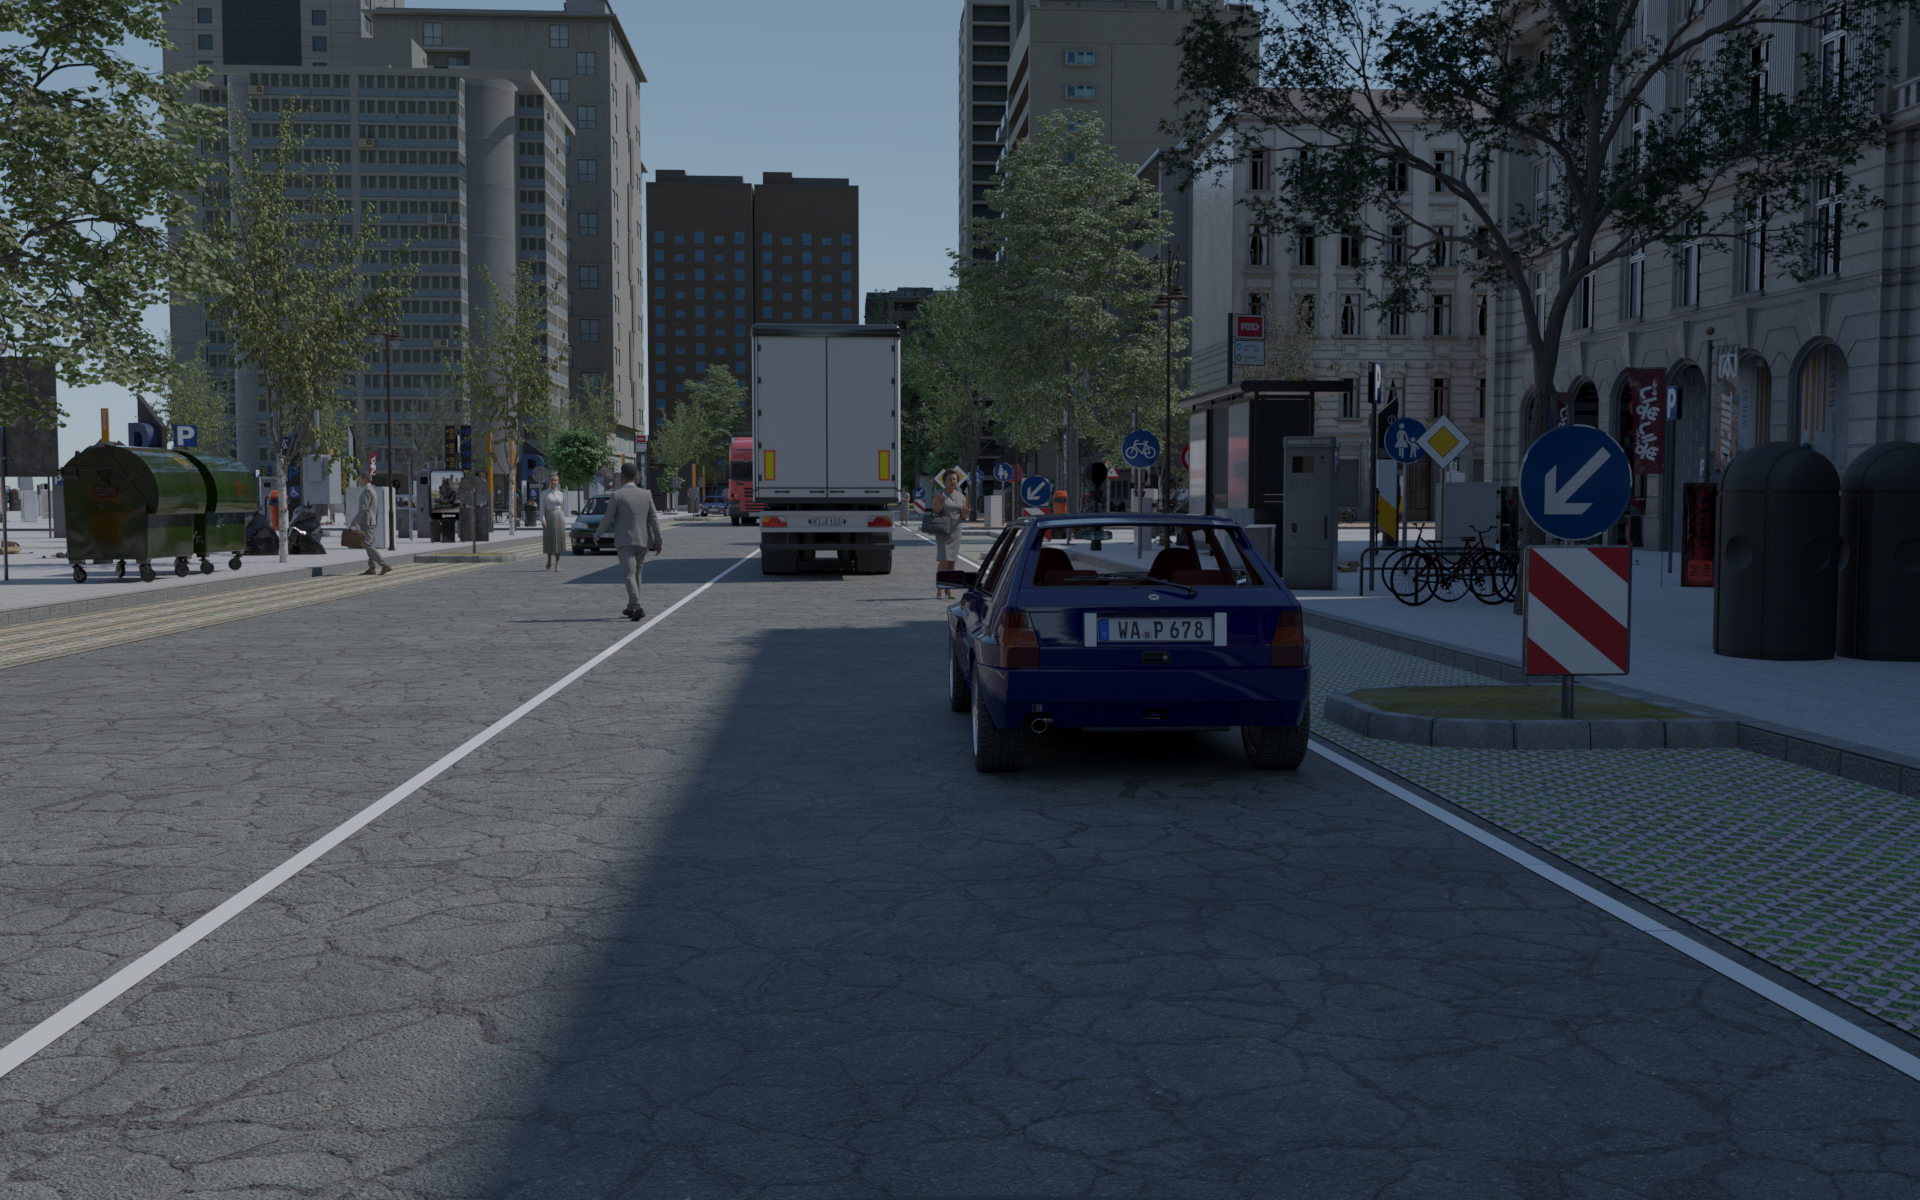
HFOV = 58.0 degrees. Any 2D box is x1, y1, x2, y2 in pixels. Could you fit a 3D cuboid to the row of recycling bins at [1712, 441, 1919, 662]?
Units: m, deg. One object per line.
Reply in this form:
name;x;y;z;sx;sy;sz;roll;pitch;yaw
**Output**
row of recycling bins;7.797;-0.395;13.578;3.534;1.692;1.069;0;4;2

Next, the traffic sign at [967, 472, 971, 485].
traffic sign;0.650;-6.059;99.175;0.768;2.556;0.104;0;4;5

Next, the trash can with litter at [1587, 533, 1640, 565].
trash can with litter;11.919;-1.302;32.343;1.678;1.210;2.233;0;4;-3

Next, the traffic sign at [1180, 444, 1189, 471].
traffic sign;5.739;-2.572;42.163;0.768;2.556;0.104;0;4;1

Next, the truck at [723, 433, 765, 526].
truck;-9.291;-5.653;81.337;2.839;4.237;11.283;0;4;-3

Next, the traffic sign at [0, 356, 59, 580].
traffic sign;-14.485;-1.942;25.624;2.265;3.308;0.079;0;4;0

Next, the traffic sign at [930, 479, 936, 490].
traffic sign;-1.668;-7.291;119.318;0.768;2.556;0.104;0;4;4

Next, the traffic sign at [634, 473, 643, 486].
traffic sign;-12.759;-3.907;67.528;0.795;2.450;0.064;0;4;-4

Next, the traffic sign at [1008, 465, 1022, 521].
traffic sign;2.324;-4.601;75.332;0.768;2.556;0.104;0;4;1

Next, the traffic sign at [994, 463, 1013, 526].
traffic sign;1.743;-4.279;70.061;0.768;2.556;0.104;0;4;0

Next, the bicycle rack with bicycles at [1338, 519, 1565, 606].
bicycle rack with bicycles;6.219;-0.462;20.939;2.925;0.926;2.852;0;4;-6

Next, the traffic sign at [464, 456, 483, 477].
traffic sign;-16.424;-3.574;58.546;0.768;2.556;0.104;0;4;-2

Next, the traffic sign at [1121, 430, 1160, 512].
traffic sign;3.575;-2.094;34.345;0.768;2.556;0.104;0;4;2

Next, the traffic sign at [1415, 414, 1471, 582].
traffic sign;6.988;-1.464;25.116;0.795;2.450;0.064;0;4;2

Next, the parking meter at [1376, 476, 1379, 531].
parking meter;13.850;-3.159;57.368;0.399;1.863;0.255;-2;4;-29

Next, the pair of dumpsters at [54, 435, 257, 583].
pair of dumpsters;-12.430;-1.497;26.962;1.574;2.255;4.437;0;4;-4

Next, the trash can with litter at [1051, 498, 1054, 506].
trash can with litter;4.250;-4.344;82.414;1.055;1.170;0.624;3;5;45

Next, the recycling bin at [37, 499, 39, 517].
recycling bin;-51.939;-5.147;96.704;0.722;1.027;0.722;-3;5;-40

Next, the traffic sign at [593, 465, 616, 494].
traffic sign;-12.216;-3.420;59.561;0.795;2.450;0.064;0;4;-4

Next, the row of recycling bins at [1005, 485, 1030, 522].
row of recycling bins;2.820;-4.440;79.713;1.069;1.692;3.534;-1;4;-10

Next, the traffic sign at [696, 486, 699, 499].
traffic sign;-21.594;-8.731;142.852;0.768;2.556;0.104;0;4;-2

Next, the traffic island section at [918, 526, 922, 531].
traffic island section;-0.618;-2.821;68.409;2.009;0.180;2.903;0;4;-4

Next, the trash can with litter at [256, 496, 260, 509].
trash can with litter;-33.145;-4.363;82.720;1.055;1.170;0.624;1;4;20

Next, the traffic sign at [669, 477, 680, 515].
traffic sign;-17.099;-6.216;103.755;0.606;2.300;0.079;0;4;0

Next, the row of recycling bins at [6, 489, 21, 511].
row of recycling bins;-71.151;-7.481;129.430;1.069;1.692;3.534;3;5;41

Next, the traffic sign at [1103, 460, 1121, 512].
traffic sign;5.028;-3.601;58.875;0.884;2.594;0.081;0;4;-1

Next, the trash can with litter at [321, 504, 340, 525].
trash can with litter;-27.559;-3.827;73.630;2.233;1.210;1.678;-1;4;-19

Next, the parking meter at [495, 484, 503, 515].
parking meter;-26.891;-5.826;100.965;0.399;1.863;0.255;-3;5;-41

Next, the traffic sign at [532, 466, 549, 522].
traffic sign;-19.064;-4.806;78.682;0.768;2.556;0.104;0;4;5

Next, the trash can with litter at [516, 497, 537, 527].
trash can with litter;-17.032;-3.440;67.631;1.055;1.170;0.624;-1;4;-9

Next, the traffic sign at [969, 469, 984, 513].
traffic sign;0.837;-5.380;88.068;0.768;2.556;0.104;0;4;1

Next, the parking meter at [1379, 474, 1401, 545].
parking meter;10.791;-2.299;43.306;0.399;1.863;0.255;0;4;-5

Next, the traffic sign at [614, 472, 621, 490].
traffic sign;-19.990;-6.176;101.082;0.768;2.556;0.104;0;4;3

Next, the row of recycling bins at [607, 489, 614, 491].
row of recycling bins;-26.037;-7.514;129.969;3.534;1.692;1.069;3;4;36

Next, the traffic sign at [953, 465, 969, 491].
traffic sign;-0.098;-3.469;60.364;0.795;2.450;0.064;0;4;-4

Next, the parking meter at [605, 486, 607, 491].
parking meter;-22.100;-6.228;107.543;0.399;1.863;0.255;3;5;40

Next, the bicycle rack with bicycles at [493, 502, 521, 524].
bicycle rack with bicycles;-20.632;-3.808;75.645;2.925;0.926;2.852;-2;4;-31

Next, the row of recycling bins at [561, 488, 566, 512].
row of recycling bins;-29.607;-7.447;128.875;1.069;1.692;3.534;-1;4;-11

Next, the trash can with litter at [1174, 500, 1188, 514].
trash can with litter;5.344;-1.921;42.797;1.055;1.170;0.624;0;4;-4

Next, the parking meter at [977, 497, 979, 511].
parking meter;1.290;-7.571;129.496;0.399;1.863;0.255;-1;4;-18

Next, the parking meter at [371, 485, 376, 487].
parking meter;-15.642;-2.288;45.823;0.372;1.533;0.369;0;3;0

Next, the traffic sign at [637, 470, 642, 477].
traffic sign;-17.016;-5.529;90.497;0.768;2.556;0.104;0;4;2

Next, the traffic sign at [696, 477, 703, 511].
traffic sign;-19.278;-7.822;127.991;0.768;2.556;0.104;0;4;0

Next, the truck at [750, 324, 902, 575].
truck;-2.652;-2.770;34.196;2.839;4.237;11.283;0;4;-5

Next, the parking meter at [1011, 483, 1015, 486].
parking meter;2.856;-5.280;92.045;0.255;1.863;0.399;0;4;0

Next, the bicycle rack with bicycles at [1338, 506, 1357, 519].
bicycle rack with bicycles;15.767;-3.763;74.912;2.925;0.926;2.852;1;4;9

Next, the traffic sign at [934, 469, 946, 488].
traffic sign;-0.641;-3.956;68.331;0.795;2.450;0.064;0;4;-4

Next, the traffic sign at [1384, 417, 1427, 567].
traffic sign;7.425;-1.760;28.879;0.768;2.556;0.104;0;4;-4

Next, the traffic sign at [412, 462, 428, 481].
traffic sign;-17.285;-3.252;55.301;0.606;2.300;0.079;0;4;-2

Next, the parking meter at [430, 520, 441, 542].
parking meter;-13.996;-2.487;46.368;0.399;1.863;0.255;3;4;38

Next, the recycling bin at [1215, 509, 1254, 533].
recycling bin;4.824;-1.063;29.937;0.722;1.027;0.722;0;4;-3

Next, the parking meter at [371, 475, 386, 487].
parking meter;-17.431;-2.832;52.018;0.399;1.863;0.255;-3;4;-38

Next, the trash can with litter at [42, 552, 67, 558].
trash can with litter;-17.804;-1.476;35.188;1.678;1.210;2.233;-3;5;-44

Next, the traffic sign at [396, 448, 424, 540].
traffic sign;-15.171;-2.917;47.804;0.768;2.556;0.104;0;4;1

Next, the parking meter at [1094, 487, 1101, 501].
parking meter;9.037;-6.602;113.658;0.399;1.863;0.255;2;4;29
